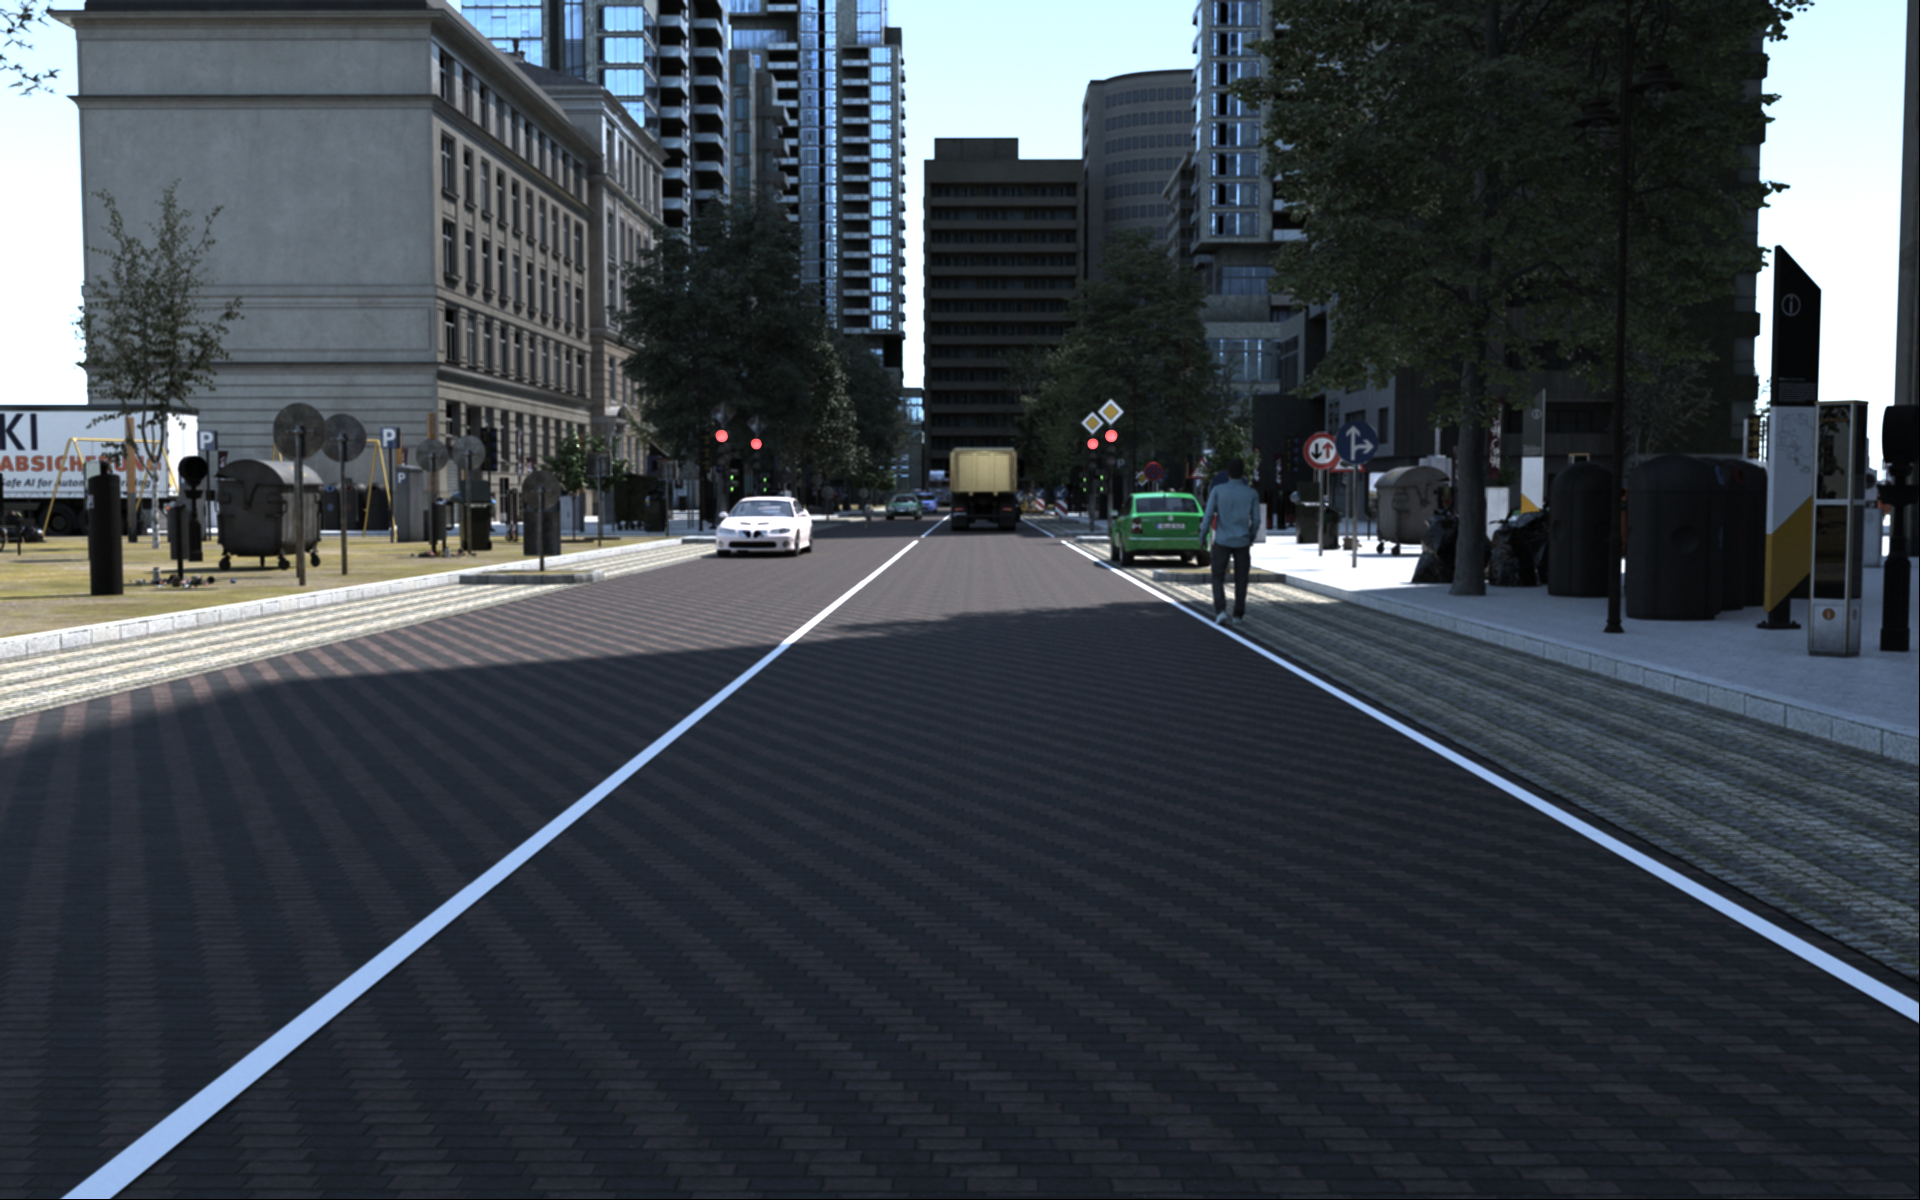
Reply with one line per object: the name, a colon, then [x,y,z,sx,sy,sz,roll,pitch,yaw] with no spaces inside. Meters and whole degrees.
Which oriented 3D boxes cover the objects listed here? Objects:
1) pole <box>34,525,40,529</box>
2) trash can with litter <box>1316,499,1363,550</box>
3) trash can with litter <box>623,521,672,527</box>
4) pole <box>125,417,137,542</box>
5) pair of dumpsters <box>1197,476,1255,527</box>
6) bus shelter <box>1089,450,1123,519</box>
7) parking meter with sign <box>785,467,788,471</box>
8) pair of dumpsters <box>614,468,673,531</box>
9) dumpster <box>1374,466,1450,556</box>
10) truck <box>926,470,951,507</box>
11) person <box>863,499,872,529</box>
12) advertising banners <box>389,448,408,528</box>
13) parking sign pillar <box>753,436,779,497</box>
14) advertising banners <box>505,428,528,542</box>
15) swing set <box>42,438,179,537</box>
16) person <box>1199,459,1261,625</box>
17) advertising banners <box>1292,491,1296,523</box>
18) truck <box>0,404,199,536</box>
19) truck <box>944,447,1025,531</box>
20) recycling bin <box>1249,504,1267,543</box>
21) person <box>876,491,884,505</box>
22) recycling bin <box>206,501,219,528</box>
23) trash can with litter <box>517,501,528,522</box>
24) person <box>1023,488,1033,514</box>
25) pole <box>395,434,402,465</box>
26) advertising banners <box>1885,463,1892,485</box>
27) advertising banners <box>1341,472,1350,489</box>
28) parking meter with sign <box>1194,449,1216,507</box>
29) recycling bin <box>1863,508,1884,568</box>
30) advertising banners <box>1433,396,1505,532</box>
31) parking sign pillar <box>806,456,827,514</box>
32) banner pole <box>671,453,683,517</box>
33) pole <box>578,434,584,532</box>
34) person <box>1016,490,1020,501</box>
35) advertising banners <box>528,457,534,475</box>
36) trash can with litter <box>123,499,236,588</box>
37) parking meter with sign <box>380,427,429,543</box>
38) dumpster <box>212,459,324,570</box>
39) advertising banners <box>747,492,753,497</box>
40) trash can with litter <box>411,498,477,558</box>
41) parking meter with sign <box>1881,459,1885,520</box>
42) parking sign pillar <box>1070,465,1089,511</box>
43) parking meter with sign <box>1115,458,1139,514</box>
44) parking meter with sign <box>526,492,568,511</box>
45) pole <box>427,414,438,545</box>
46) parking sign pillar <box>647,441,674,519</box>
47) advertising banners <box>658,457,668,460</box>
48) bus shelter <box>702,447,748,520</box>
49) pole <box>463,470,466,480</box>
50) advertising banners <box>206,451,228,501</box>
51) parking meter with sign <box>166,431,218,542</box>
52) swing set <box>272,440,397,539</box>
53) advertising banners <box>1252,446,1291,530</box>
pole: [-33.760,-4.244,63.239,0.158,3.312,0.155,0,3,0]
trash can with litter: [8.738,-1.742,39.862,1.055,1.170,0.624,2,4,28]
trash can with litter: [-12.316,-3.475,67.878,2.233,1.210,1.678,-2,4,-26]
pole: [-22.094,-3.200,46.163,0.158,3.312,0.155,0,3,0]
pair of dumpsters: [9.699,-3.710,63.153,1.574,2.255,4.437,0,4,1]
bus shelter: [7.401,-6.026,89.802,1.731,3.624,6.357,0,4,1]
parking meter with sign: [-10.927,-6.907,109.196,0.543,3.016,1.738,1,4,8]
pair of dumpsters: [-11.467,-3.667,62.453,1.574,2.255,4.437,0,4,0]
dumpster: [9.565,-1.886,36.592,1.264,1.857,1.865,0,4,1]
truck: [-2.395,-12.917,200.949,2.967,4.110,18.799,0,4,-1]
person: [-3.814,-3.483,70.460,0.382,1.210,0.505,-2,4,-29]
advertising banners: [-21.981,-4.281,66.176,2.074,3.025,0.090,1,4,15]
parking sign pillar: [-8.993,-5.482,78.096,1.447,3.967,1.447,0,4,7]
advertising banners: [-11.989,-3.081,46.569,0.090,3.025,2.074,-2,4,-26]
swing set: [-24.052,-3.184,49.674,2.862,2.851,3.119,2,4,26]
person: [2.966,-0.641,18.995,0.660,1.820,0.620,0,4,1]
advertising banners: [14.624,-4.903,76.358,2.074,3.025,0.090,-2,4,-29]
truck: [-30.345,-4.053,55.178,11.283,4.237,2.839,0,4,-1]
truck: [0.980,-4.576,70.747,3.469,3.379,9.791,0,4,1]
recycling bin: [7.657,-2.021,45.593,0.722,1.027,0.722,0,4,1]
person: [-9.787,-12.598,214.553,1.350,1.814,0.705,1,4,15]
recycling bin: [-28.200,-3.247,65.636,0.722,1.027,0.722,0,4,4]
trash can with litter: [-19.841,-4.158,79.365,0.624,1.170,1.055,2,4,27]
person: [4.594,-6.514,115.092,0.778,1.811,0.616,1,4,10]
pole: [-19.154,-3.994,59.146,0.158,3.312,0.155,0,3,0]
advertising banners: [36.023,-4.258,65.809,2.074,3.025,0.090,0,4,-3]
advertising banners: [19.531,-5.406,84.570,2.074,3.025,0.090,1,4,21]
parking meter with sign: [9.279,-4.300,66.572,0.543,3.016,1.738,2,4,26]
recycling bin: [15.883,-1.104,30.611,0.722,1.027,0.722,2,4,31]
advertising banners: [8.995,-2.099,30.514,2.074,3.025,0.090,-3,5,-40]
parking sign pillar: [-9.196,-7.471,110.621,1.447,3.967,1.447,1,4,22]
banner pole: [-15.893,-6.540,96.939,0.863,3.779,0.401,-2,4,-28]
pole: [-12.764,-3.948,58.390,0.158,3.312,0.155,0,3,0]
person: [4.534,-7.639,133.743,0.624,1.780,0.694,0,4,4]
advertising banners: [-19.864,-5.280,82.508,0.090,3.025,2.074,3,4,37]
trash can with litter: [-11.159,-0.822,24.493,1.678,1.210,2.233,-1,4,-23]
parking meter with sign: [-14.629,-3.049,46.114,0.543,3.016,1.738,1,4,19]
dumpster: [-11.893,-1.472,29.827,1.264,1.857,1.865,0,4,1]
advertising banners: [-15.274,-8.328,132.350,2.074,3.025,0.090,0,4,4]
trash can with litter: [-10.488,-1.509,35.727,1.678,1.210,2.233,0,4,6]
parking meter with sign: [46.394,-5.457,85.481,1.738,3.016,0.543,-1,4,-12]
parking sign pillar: [8.978,-8.694,130.621,1.447,3.967,1.447,2,4,24]
parking meter with sign: [8.206,-5.316,83.177,0.543,3.016,1.738,-2,4,-33]
parking meter with sign: [-16.413,-4.446,68.954,1.738,3.016,0.543,1,4,10]
pole: [-13.404,-3.066,43.973,0.158,3.312,0.155,0,3,0]
parking sign pillar: [-15.242,-6.072,87.745,1.447,3.967,1.447,2,4,29]
advertising banners: [-14.856,-5.283,82.565,2.074,3.025,0.090,1,4,15]
bus shelter: [-11.808,-5.887,87.529,1.731,3.624,6.357,0,4,1]
pole: [-19.424,-4.538,68.037,0.158,3.312,0.155,0,3,0]
advertising banners: [-30.193,-4.493,69.640,0.090,3.025,2.074,1,4,23]
parking meter with sign: [-20.748,-3.088,46.743,0.543,3.016,1.738,0,4,8]
swing set: [-18.010,-3.148,49.093,3.119,2.851,2.862,-3,4,-37]
advertising banners: [11.241,-4.084,62.954,0.090,3.025,2.074,-2,4,-28]
